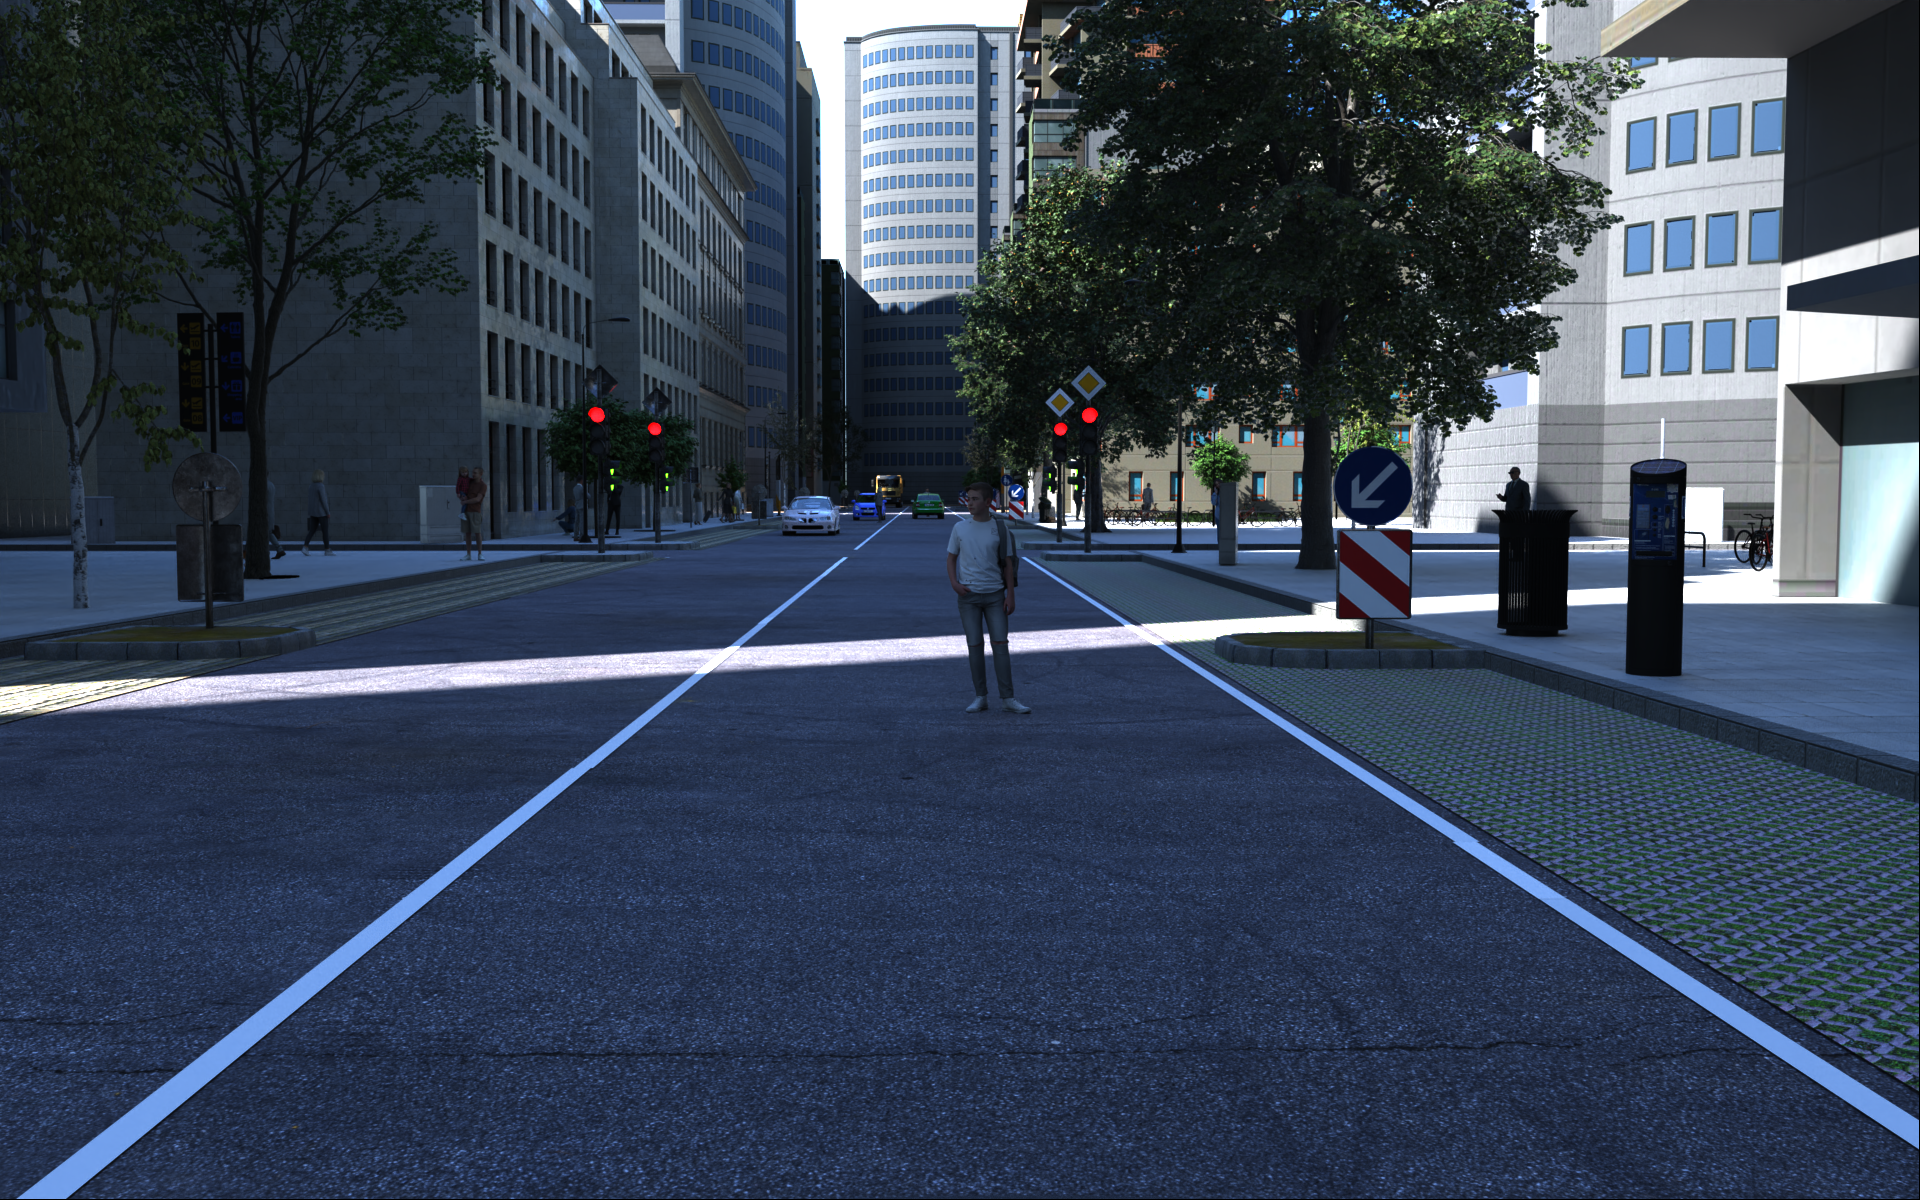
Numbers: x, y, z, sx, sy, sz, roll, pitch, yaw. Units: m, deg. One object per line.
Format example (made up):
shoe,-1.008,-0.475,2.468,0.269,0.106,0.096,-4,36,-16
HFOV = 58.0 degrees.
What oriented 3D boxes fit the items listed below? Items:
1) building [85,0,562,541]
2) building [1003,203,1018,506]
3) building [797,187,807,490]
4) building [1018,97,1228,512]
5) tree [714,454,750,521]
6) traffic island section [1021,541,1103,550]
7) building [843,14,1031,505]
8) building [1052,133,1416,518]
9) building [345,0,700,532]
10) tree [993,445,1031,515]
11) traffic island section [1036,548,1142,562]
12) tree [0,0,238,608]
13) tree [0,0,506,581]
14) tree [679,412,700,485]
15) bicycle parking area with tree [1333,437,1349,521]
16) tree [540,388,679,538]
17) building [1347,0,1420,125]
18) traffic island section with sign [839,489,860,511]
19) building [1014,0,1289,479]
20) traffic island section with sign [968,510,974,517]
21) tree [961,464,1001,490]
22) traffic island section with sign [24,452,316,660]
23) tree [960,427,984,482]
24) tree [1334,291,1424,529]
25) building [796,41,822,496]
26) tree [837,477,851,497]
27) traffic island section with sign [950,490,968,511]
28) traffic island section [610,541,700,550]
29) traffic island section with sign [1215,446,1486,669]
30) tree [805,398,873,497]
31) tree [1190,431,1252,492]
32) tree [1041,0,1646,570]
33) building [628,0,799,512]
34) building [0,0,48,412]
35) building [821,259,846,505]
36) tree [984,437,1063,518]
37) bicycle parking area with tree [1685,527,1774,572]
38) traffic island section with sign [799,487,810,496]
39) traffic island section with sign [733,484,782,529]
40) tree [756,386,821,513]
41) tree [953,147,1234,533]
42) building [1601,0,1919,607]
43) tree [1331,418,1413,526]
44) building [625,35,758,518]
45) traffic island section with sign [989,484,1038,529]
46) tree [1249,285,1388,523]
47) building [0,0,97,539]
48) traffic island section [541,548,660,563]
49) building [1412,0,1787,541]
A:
building,-18.374,-12.245,54.957,10.420,20.320,16.860,0,4,-1
building,11.968,-24.610,174.076,14.160,30.474,14.107,0,4,-1
building,-21.408,-23.499,155.911,14.160,30.474,14.107,0,4,-1
building,12.036,-21.922,130.119,14.160,30.474,14.107,0,4,-1
tree,-11.081,-5.444,83.609,1.663,3.219,1.824,0,3,0
traffic island section,2.654,-1.444,45.893,2.009,0.180,2.903,0,4,-1
building,-0.124,-41.251,216.456,28.212,58.520,21.231,0,4,-1
building,20.204,-16.025,107.040,27.650,21.520,28.899,0,4,-1
building,-17.136,-13.276,71.814,10.420,20.320,16.860,0,4,-1
tree,3.850,-9.462,105.063,4.737,8.622,4.395,0,3,0
traffic island section,2.816,-0.956,37.910,2.009,0.180,2.903,0,4,-1
tree,-9.878,-4.197,18.987,4.737,8.622,4.395,0,3,0
tree,-10.515,-6.125,25.902,9.928,11.665,9.643,0,3,0
tree,-10.596,-4.641,59.602,4.285,4.588,4.351,0,3,0
bicycle parking area with tree,21.208,-6.031,85.614,8.231,4.147,9.016,2,4,33
tree,-10.618,-4.108,50.873,4.285,4.588,4.351,0,3,0
building,37.039,-53.227,182.925,31.000,86.520,22.319,0,4,-1
traffic island section with sign,-9.737,-8.489,147.427,1.989,1.847,2.006,0,4,-1
building,16.227,-30.437,152.274,22.147,44.769,28.867,0,4,-1
traffic island section with sign,1.606,-5.451,97.750,1.989,1.847,2.006,0,4,-1
tree,1.839,-13.062,197.276,4.285,4.588,4.351,0,3,0
traffic island section with sign,-7.047,-0.437,15.780,1.989,1.847,2.006,0,4,-1
tree,2.126,-14.313,184.381,4.360,8.622,3.978,0,3,0
tree,14.274,-6.805,61.617,4.737,8.622,4.395,0,3,0
building,-25.804,-34.224,183.259,21.600,48.544,21.300,0,4,-1
tree,-13.460,-12.436,197.935,1.663,3.219,1.824,0,3,0
traffic island section with sign,0.040,-10.151,174.593,1.989,1.847,2.006,0,4,-1
traffic island section,-7.986,-1.431,45.682,2.009,0.180,2.903,0,4,-1
traffic island section with sign,3.282,-0.392,15.043,1.989,1.847,2.006,0,4,-1
tree,-12.807,-14.320,168.546,8.767,10.594,7.601,-1,4,-8
tree,13.481,-6.526,90.413,4.285,4.588,4.351,0,3,0
tree,6.218,-7.499,29.263,9.857,13.997,8.962,0,3,0
building,-24.153,-36.200,133.874,21.231,58.520,28.212,0,4,-1
building,-24.684,-21.101,28.597,14.086,41.232,14.154,0,4,-1
building,-21.278,-27.012,213.354,14.107,30.474,14.160,0,4,-1
tree,3.975,-8.647,91.737,4.360,8.622,3.978,0,3,0
bicycle parking area with tree,16.552,-2.567,28.973,8.231,4.147,9.016,1,4,11
traffic island section with sign,-8.717,-5.444,97.644,1.989,1.847,2.006,0,4,-1
traffic island section with sign,-8.165,-3.796,70.694,1.989,1.847,2.006,0,4,-1
tree,-11.768,-10.295,118.680,4.360,8.622,3.978,0,3,0
tree,4.482,-8.612,57.822,9.611,12.733,9.660,0,3,0
building,21.483,-25.617,8.075,28.713,52.752,27.495,0,4,-1
tree,16.745,-5.342,71.056,4.285,4.588,4.351,0,3,0
building,-20.576,-16.031,95.388,16.112,22.955,30.059,0,4,-1
traffic island section with sign,2.148,-3.803,70.800,1.989,1.847,2.006,0,4,-1
tree,10.165,-5.999,48.449,4.360,8.622,3.978,0,3,0
building,-37.484,-14.301,51.843,19.932,24.808,12.078,0,4,-1
traffic island section,-7.823,-0.943,37.698,2.009,0.180,2.903,0,4,-1
building,31.317,-31.397,55.333,28.212,58.520,21.231,0,4,-1
